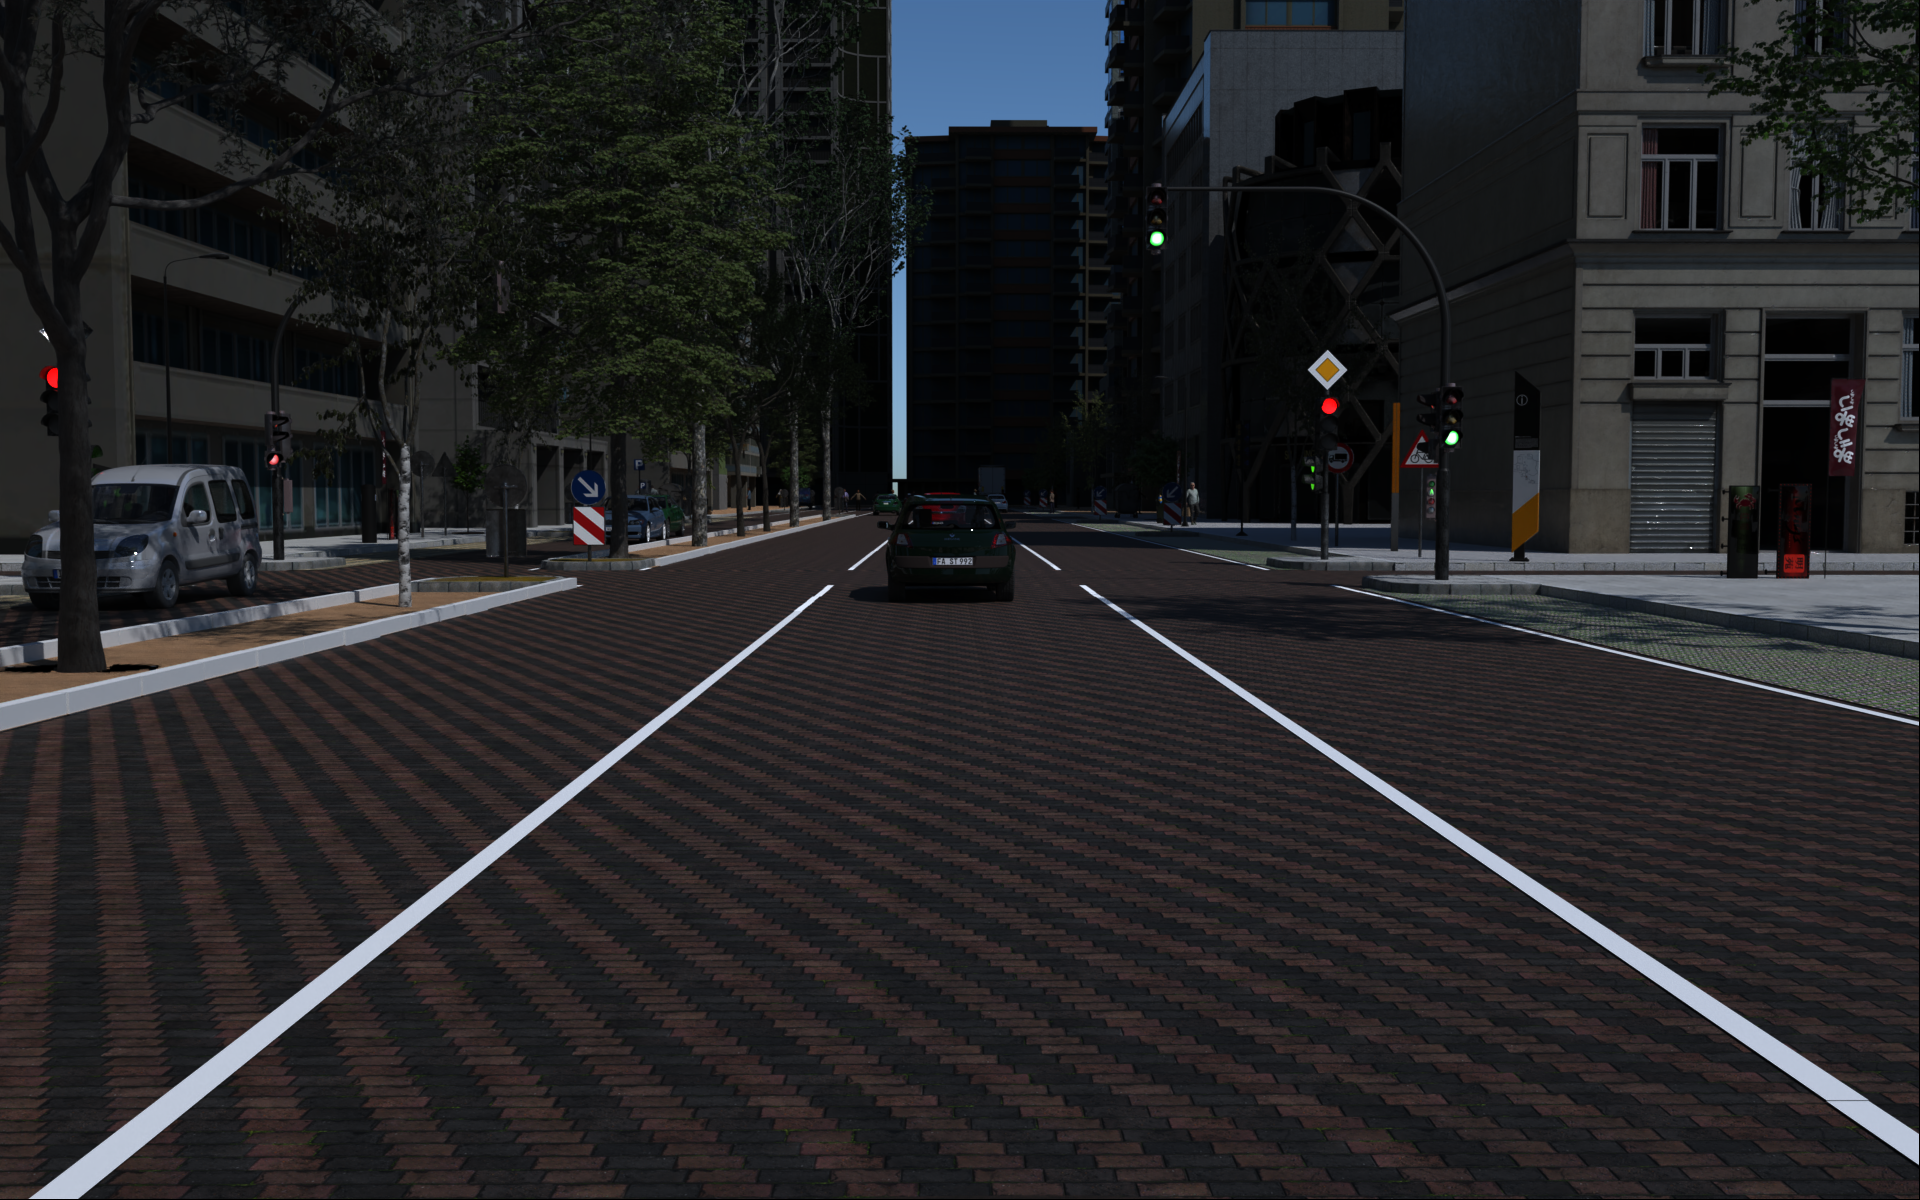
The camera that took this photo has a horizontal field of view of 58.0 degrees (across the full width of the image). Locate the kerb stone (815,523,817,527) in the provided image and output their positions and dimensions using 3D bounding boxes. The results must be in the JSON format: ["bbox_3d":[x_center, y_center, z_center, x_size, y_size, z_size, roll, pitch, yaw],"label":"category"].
[{"bbox_3d":[-6.304,-3.151,73.808,0.120,0.150,1.000,0,4,0],"label":"kerb stone"}]

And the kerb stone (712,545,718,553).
[{"bbox_3d":[-6.053,-1.211,42.012,0.120,0.150,1.000,0,4,0],"label":"kerb stone"}]

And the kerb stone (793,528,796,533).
[{"bbox_3d":[-6.223,-2.528,63.564,0.120,0.150,1.000,0,4,0],"label":"kerb stone"}]

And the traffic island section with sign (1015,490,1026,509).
[{"bbox_3d":[6.173,-9.430,162.811,1.989,1.847,2.006,0,4,0],"label":"traffic island section with sign"}]

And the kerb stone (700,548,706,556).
[{"bbox_3d":[-6.041,-1.087,39.967,0.120,0.150,1.000,0,4,0],"label":"kerb stone"}]

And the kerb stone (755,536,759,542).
[{"bbox_3d":[-6.136,-1.778,51.270,0.120,0.150,1.000,0,4,0],"label":"kerb stone"}]

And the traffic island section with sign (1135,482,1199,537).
[{"bbox_3d":[6.974,-3.057,58.614,1.989,1.847,2.006,0,4,0],"label":"traffic island section with sign"}]

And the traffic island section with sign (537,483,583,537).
[{"bbox_3d":[-13.156,-3.069,58.803,1.989,1.847,2.006,0,4,0],"label":"traffic island section with sign"}]

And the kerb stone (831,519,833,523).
[{"bbox_3d":[-6.390,-3.784,84.068,0.120,0.150,1.000,0,4,0],"label":"kerb stone"}]

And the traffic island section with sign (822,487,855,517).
[{"bbox_3d":[-7.614,-6.144,108.586,2.006,1.907,1.989,0,4,0],"label":"traffic island section with sign"}]

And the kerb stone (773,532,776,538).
[{"bbox_3d":[-6.167,-2.091,56.389,0.120,0.150,1.000,0,4,0],"label":"kerb stone"}]

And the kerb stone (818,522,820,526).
[{"bbox_3d":[-6.322,-3.282,75.859,0.120,0.150,1.000,0,4,0],"label":"kerb stone"}]

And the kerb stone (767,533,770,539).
[{"bbox_3d":[-6.157,-1.962,54.344,0.120,0.150,1.000,0,4,0],"label":"kerb stone"}]

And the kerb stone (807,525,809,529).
[{"bbox_3d":[-6.267,-2.901,69.700,0.120,0.150,1.000,0,4,0],"label":"kerb stone"}]

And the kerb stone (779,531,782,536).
[{"bbox_3d":[-6.188,-2.216,58.435,0.120,0.150,1.000,0,4,0],"label":"kerb stone"}]

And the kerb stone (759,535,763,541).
[{"bbox_3d":[-6.139,-1.841,52.296,0.120,0.150,1.000,0,4,0],"label":"kerb stone"}]

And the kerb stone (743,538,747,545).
[{"bbox_3d":[-6.108,-1.590,48.193,0.120,0.150,1.000,0,4,0],"label":"kerb stone"}]

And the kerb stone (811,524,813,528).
[{"bbox_3d":[-6.289,-3.031,71.759,0.120,0.150,1.000,0,4,0],"label":"kerb stone"}]

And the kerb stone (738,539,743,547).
[{"bbox_3d":[-6.100,-1.527,47.162,0.120,0.150,1.000,0,4,0],"label":"kerb stone"}]

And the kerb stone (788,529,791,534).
[{"bbox_3d":[-6.208,-2.398,61.512,0.120,0.150,1.000,0,4,0],"label":"kerb stone"}]

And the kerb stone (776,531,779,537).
[{"bbox_3d":[-6.179,-2.144,57.413,0.120,0.150,1.000,0,4,0],"label":"kerb stone"}]

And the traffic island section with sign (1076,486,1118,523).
[{"bbox_3d":[6.768,-4.713,85.690,1.989,1.847,2.006,0,4,0],"label":"traffic island section with sign"}]

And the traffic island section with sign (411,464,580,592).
[{"bbox_3d":[-6.987,-1.095,26.042,2.006,1.907,1.989,0,4,0],"label":"traffic island section with sign"}]

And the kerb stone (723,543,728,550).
[{"bbox_3d":[-6.089,-1.337,44.076,0.120,0.150,1.000,0,4,0],"label":"kerb stone"}]

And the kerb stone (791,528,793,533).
[{"bbox_3d":[-6.218,-2.467,62.535,0.120,0.150,1.000,0,4,0],"label":"kerb stone"}]

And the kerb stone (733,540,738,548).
[{"bbox_3d":[-6.092,-1.457,46.139,0.120,0.150,1.000,0,4,0],"label":"kerb stone"}]

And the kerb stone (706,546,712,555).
[{"bbox_3d":[-6.060,-1.149,40.989,0.120,0.150,1.000,0,4,0],"label":"kerb stone"}]

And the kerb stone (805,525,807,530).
[{"bbox_3d":[-6.266,-2.840,68.678,0.120,0.150,1.000,0,4,0],"label":"kerb stone"}]

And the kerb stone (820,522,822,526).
[{"bbox_3d":[-6.326,-3.341,76.886,0.120,0.150,1.000,0,4,0],"label":"kerb stone"}]

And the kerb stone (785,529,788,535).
[{"bbox_3d":[-6.200,-2.341,60.490,0.120,0.150,1.000,0,4,0],"label":"kerb stone"}]

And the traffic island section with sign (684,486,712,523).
[{"bbox_3d":[-13.364,-4.717,85.757,1.989,1.847,2.006,0,4,0],"label":"traffic island section with sign"}]

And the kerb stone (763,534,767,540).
[{"bbox_3d":[-6.147,-1.903,53.322,0.120,0.150,1.000,0,4,0],"label":"kerb stone"}]

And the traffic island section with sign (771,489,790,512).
[{"bbox_3d":[-13.742,-7.785,135.909,1.989,1.847,2.006,0,4,0],"label":"traffic island section with sign"}]

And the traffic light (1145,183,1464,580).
[{"bbox_3d":[5.084,-3.118,25.640,4.771,5.953,1.251,0,4,0],"label":"traffic light"}]

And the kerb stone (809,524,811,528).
[{"bbox_3d":[-6.286,-2.966,70.722,0.120,0.150,1.000,0,4,0],"label":"kerb stone"}]

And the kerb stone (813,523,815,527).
[{"bbox_3d":[-6.295,-3.094,72.785,0.120,0.150,1.000,0,4,0],"label":"kerb stone"}]

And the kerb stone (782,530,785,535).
[{"bbox_3d":[-6.199,-2.278,59.465,0.120,0.150,1.000,0,4,0],"label":"kerb stone"}]

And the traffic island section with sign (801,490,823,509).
[{"bbox_3d":[-13.950,-9.459,163.281,1.989,1.847,2.006,0,4,0],"label":"traffic island section with sign"}]

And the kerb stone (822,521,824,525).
[{"bbox_3d":[-6.333,-3.407,77.908,0.120,0.150,1.000,0,4,0],"label":"kerb stone"}]

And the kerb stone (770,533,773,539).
[{"bbox_3d":[-6.162,-2.027,55.367,0.120,0.150,1.000,0,4,0],"label":"kerb stone"}]

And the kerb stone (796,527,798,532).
[{"bbox_3d":[-6.230,-2.593,64.589,0.120,0.150,1.000,0,4,0],"label":"kerb stone"}]

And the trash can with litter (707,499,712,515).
[{"bbox_3d":[-15.890,-5.896,107.787,0.624,1.170,1.055,1,4,20],"label":"trash can with litter"}]

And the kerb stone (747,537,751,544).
[{"bbox_3d":[-6.116,-1.653,49.222,0.120,0.150,1.000,0,4,0],"label":"kerb stone"}]

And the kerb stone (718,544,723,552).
[{"bbox_3d":[-6.075,-1.275,43.047,0.120,0.150,1.000,0,4,0],"label":"kerb stone"}]

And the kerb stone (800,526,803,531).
[{"bbox_3d":[-6.239,-2.718,66.633,0.120,0.150,1.000,0,4,0],"label":"kerb stone"}]

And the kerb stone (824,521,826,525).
[{"bbox_3d":[-6.336,-3.470,78.930,0.120,0.150,1.000,0,4,0],"label":"kerb stone"}]

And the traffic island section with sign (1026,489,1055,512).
[{"bbox_3d":[6.385,-7.782,135.857,1.989,1.847,2.006,0,4,0],"label":"traffic island section with sign"}]

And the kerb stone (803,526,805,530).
[{"bbox_3d":[-6.252,-2.776,67.655,0.120,0.150,1.000,0,4,0],"label":"kerb stone"}]

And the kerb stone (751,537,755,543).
[{"bbox_3d":[-6.123,-1.716,50.244,0.120,0.150,1.000,0,4,0],"label":"kerb stone"}]

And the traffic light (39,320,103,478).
[{"bbox_3d":[-13.185,-2.245,25.627,0.839,4.253,0.868,0,4,0],"label":"traffic light"}]

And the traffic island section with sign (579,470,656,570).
[{"bbox_3d":[-7.034,-1.548,33.449,2.006,1.907,1.989,0,4,0],"label":"traffic island section with sign"}]

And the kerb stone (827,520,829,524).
[{"bbox_3d":[-6.358,-3.592,80.987,0.120,0.150,1.000,0,4,0],"label":"kerb stone"}]

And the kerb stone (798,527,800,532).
[{"bbox_3d":[-6.241,-2.655,65.611,0.120,0.150,1.000,0,4,0],"label":"kerb stone"}]

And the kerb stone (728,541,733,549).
[{"bbox_3d":[-6.091,-1.401,45.104,0.120,0.150,1.000,0,4,0],"label":"kerb stone"}]
